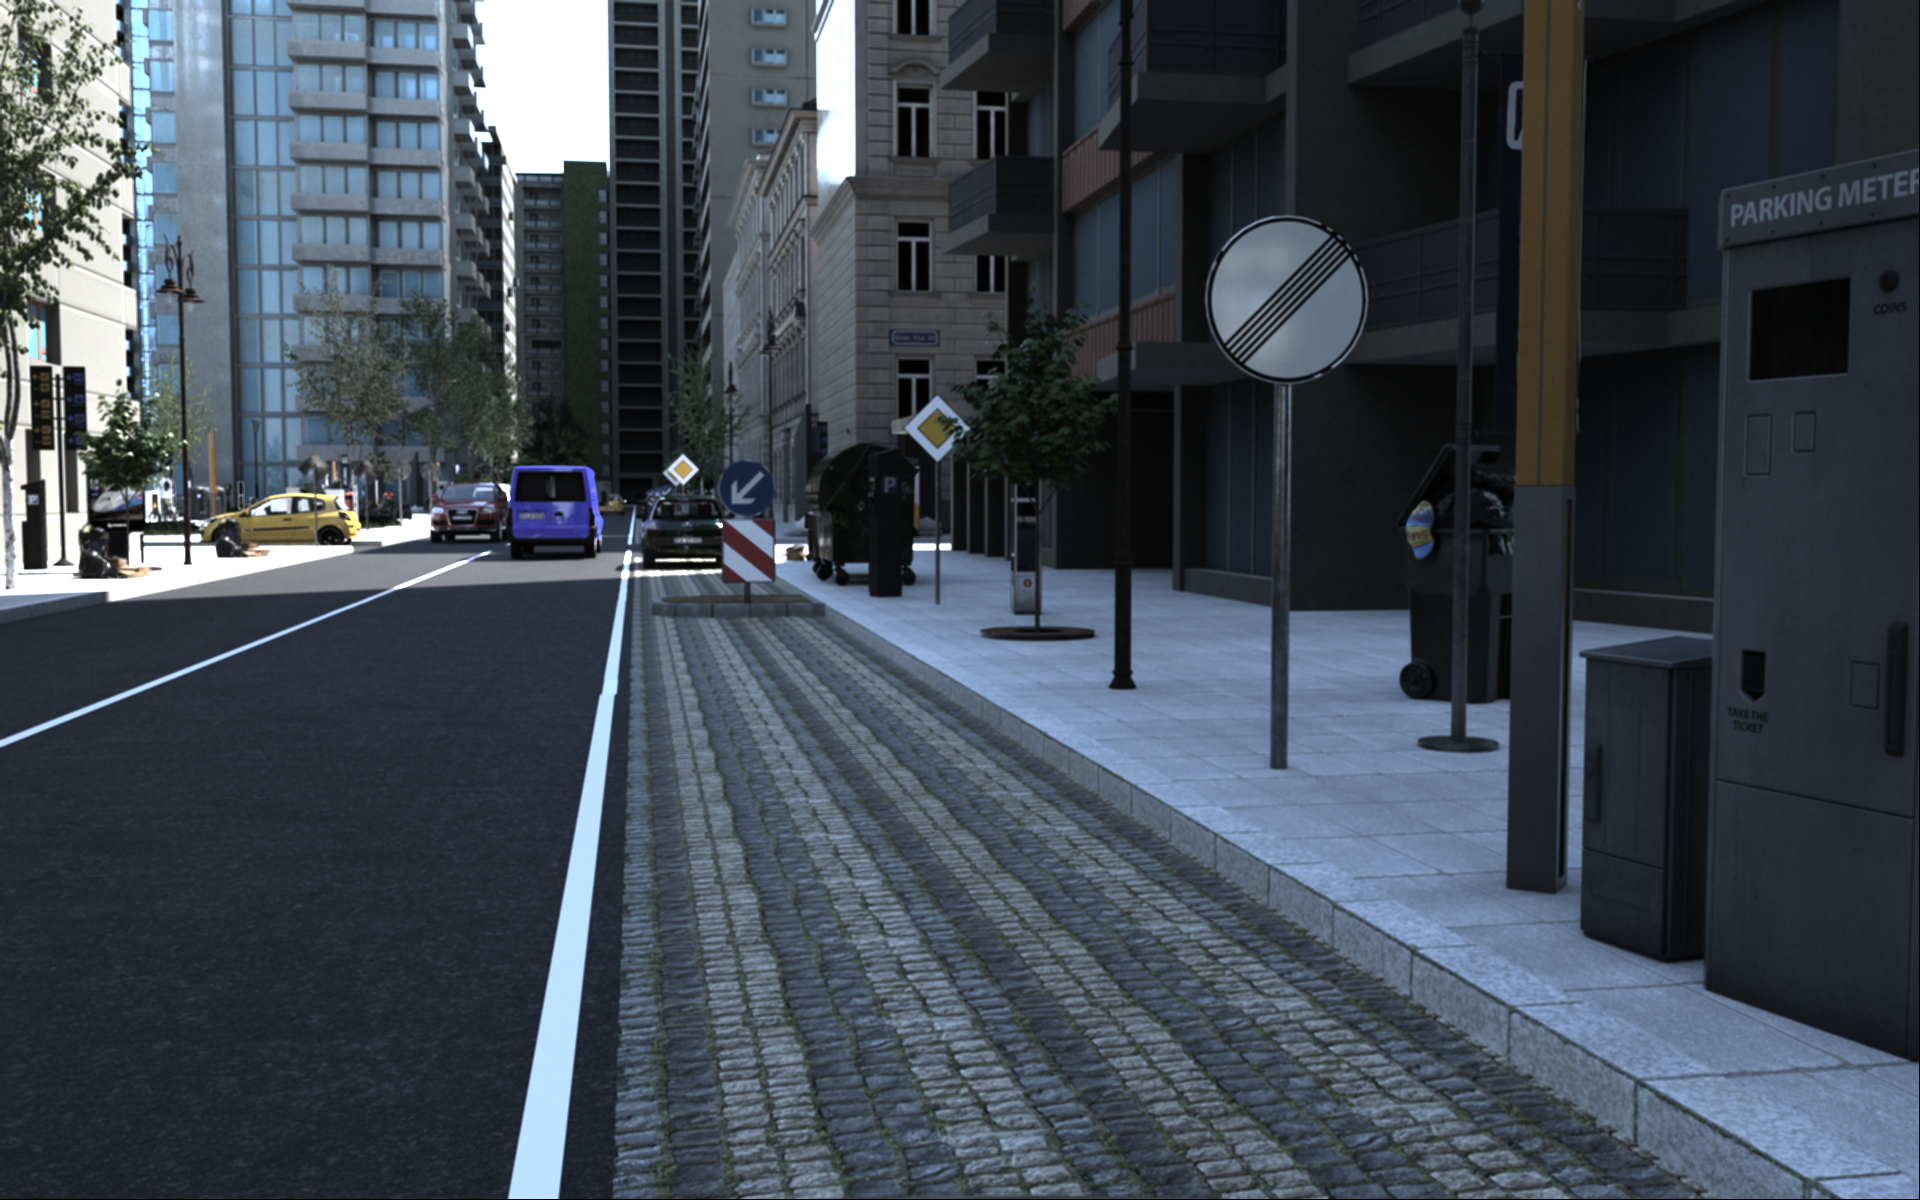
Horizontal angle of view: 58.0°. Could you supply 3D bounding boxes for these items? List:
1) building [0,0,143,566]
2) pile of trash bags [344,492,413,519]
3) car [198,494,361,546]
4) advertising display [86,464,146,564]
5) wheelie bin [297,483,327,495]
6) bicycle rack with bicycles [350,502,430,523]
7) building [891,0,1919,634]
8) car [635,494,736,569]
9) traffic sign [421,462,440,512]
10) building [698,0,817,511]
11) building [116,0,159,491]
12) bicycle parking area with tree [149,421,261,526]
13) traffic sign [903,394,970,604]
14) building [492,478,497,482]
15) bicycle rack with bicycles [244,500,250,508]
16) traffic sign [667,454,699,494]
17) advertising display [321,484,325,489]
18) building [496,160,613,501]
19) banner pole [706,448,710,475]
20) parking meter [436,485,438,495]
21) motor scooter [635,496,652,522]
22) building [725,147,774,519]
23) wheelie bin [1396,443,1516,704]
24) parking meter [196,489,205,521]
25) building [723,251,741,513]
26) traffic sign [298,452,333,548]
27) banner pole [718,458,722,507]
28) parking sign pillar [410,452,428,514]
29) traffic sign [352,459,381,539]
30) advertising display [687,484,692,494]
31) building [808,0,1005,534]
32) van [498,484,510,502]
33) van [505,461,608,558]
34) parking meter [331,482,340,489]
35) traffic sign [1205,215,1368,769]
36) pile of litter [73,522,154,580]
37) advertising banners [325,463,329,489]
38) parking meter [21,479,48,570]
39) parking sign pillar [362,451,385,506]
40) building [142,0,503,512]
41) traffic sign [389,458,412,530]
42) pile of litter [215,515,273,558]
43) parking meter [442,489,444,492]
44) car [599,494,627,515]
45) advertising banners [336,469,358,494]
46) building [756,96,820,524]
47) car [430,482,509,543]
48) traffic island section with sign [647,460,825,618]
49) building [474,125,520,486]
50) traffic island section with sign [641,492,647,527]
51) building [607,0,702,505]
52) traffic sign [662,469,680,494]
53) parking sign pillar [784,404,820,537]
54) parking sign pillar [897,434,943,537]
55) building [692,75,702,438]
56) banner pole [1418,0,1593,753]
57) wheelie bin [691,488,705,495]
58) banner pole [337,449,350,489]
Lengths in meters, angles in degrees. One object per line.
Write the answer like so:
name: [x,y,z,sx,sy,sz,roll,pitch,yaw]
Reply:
building: [-30.363,-10.871,22.778,28.899,21.520,27.650,-1,4,-11]
pile of trash bags: [-29.934,-4.826,88.655,1.912,1.369,3.447,3,5,43]
car: [-17.982,-2.176,45.808,3.980,1.641,2.015,-1,4,-10]
advertising display: [-15.415,-1.617,31.655,0.974,1.923,0.123,-3,5,-41]
wheelie bin: [-18.097,-2.473,48.336,0.693,1.594,0.980,2,4,24]
bicycle rack with bicycles: [-26.079,-3.973,78.341,2.925,0.926,2.852,1,4,12]
building: [11.545,-22.806,27.510,22.147,44.769,28.867,-1,4,-11]
car: [-5.466,-1.516,34.575,2.009,1.686,4.222,-1,4,-10]
traffic sign: [-21.278,-4.254,69.651,0.768,2.556,0.104,0,4,-1]
building: [-10.495,-31.832,144.151,21.300,48.544,21.600,-1,4,-11]
building: [-85.352,-52.670,173.821,31.000,86.520,22.319,-1,4,-11]
bicycle parking area with tree: [-30.163,-4.932,67.646,8.231,4.147,9.016,1,4,14]
traffic sign: [-0.263,-1.156,20.085,0.795,2.450,0.064,0,4,-5]
building: [-64.078,-26.909,211.659,14.107,30.474,14.160,-1,4,-11]
bicycle rack with bicycles: [-44.933,-5.998,111.449,2.852,0.926,2.925,2,4,32]
traffic sign: [-6.830,-2.394,42.779,0.795,2.450,0.064,-1,4,-11]
advertising display: [-41.411,-6.516,111.751,0.974,1.923,0.123,-3,4,-36]
building: [-50.261,-32.448,214.126,14.086,41.232,14.154,-1,4,-11]
banner pole: [-13.763,-6.400,94.664,0.401,3.779,0.863,-1,4,-22]
parking meter: [-32.750,-6.284,108.456,0.255,1.863,0.399,0,4,-1]
motor scooter: [-16.214,-4.646,88.737,0.815,1.314,1.986,-1,4,-9]
building: [-6.974,-16.070,98.898,11.583,22.565,21.152,-1,4,-11]
wheelie bin: [3.217,-0.182,10.879,0.980,1.594,0.693,-3,5,-43]
parking meter: [-36.525,-4.580,83.300,0.372,1.533,0.369,0,3,0]
building: [-10.418,-16.088,117.782,10.420,20.320,16.860,-1,4,-11]
traffic sign: [-15.332,-2.298,41.219,0.795,2.450,0.064,-1,4,-11]
banner pole: [-16.183,-7.771,117.065,0.401,3.779,0.863,1,4,11]
parking sign pillar: [-34.697,-7.469,110.589,1.447,3.967,1.447,-2,4,-35]
traffic sign: [-16.797,-2.778,49.069,0.795,2.450,0.064,-1,4,-11]
advertising display: [-15.698,-5.949,102.478,0.974,1.923,0.123,1,4,17]
building: [7.546,-16.177,61.750,25.104,27.353,12.463,-1,4,-11]
van: [-18.804,-3.830,69.626,2.013,2.044,4.112,-1,4,-11]
van: [-9.374,-2.198,40.321,2.240,2.365,5.245,-1,4,-10]
parking meter: [-31.291,-4.960,86.807,0.399,1.863,0.255,2,4,35]
traffic sign: [1.492,-0.485,8.028,0.768,2.556,0.104,0,4,-7]
pile of litter: [-13.092,-0.780,26.720,1.176,0.858,1.719,-1,4,-17]
advertising banners: [-35.772,-6.170,97.069,0.090,3.025,2.074,0,4,2]
parking meter: [-15.760,-1.289,29.482,0.372,1.533,0.369,0,3,0]
parking sign pillar: [-36.336,-7.270,107.334,1.447,3.967,1.447,-2,4,-35]
building: [-48.661,-31.481,134.326,23.786,49.044,30.456,-1,4,-11]
traffic sign: [-20.016,-3.784,61.982,0.768,2.556,0.104,-1,4,-10]
pile of litter: [-14.655,-1.311,35.393,1.176,0.858,1.719,0,4,-4]
parking meter: [-22.535,-4.140,76.094,0.372,1.533,0.369,0,3,0]
car: [-23.760,-6.598,118.093,2.015,1.641,3.980,-1,4,-9]
advertising banners: [-42.775,-7.598,120.413,2.074,3.025,0.090,1,4,19]
building: [-3.201,-13.061,78.178,10.561,19.102,19.286,-1,4,-11]
car: [-14.905,-2.707,52.930,2.281,1.827,5.304,-1,4,-9]
traffic island section with sign: [-2.720,-0.752,20.918,1.989,1.847,2.006,-1,4,-11]
building: [-57.515,-29.608,175.976,23.993,40.220,32.217,-1,4,-11]
traffic island section with sign: [-13.015,-4.130,76.147,1.989,1.847,2.006,-1,4,-11]
building: [-33.699,-47.754,219.021,20.611,71.187,20.563,-1,4,-11]
traffic sign: [-8.296,-2.874,50.629,0.795,2.450,0.064,-1,4,-11]
parking sign pillar: [-4.638,-3.921,52.586,1.447,3.967,1.447,-1,4,-21]
parking sign pillar: [-1.239,-3.912,52.429,1.447,3.967,1.447,0,4,4]
building: [-16.764,-34.502,183.720,23.786,49.044,30.456,-1,4,-11]
banner pole: [2.755,-1.144,8.716,0.863,3.779,0.401,-1,4,-11]
wheelie bin: [-12.921,-4.765,85.821,0.980,1.594,0.693,2,4,27]
banner pole: [-34.462,-6.525,96.700,0.401,3.779,0.863,3,5,40]
